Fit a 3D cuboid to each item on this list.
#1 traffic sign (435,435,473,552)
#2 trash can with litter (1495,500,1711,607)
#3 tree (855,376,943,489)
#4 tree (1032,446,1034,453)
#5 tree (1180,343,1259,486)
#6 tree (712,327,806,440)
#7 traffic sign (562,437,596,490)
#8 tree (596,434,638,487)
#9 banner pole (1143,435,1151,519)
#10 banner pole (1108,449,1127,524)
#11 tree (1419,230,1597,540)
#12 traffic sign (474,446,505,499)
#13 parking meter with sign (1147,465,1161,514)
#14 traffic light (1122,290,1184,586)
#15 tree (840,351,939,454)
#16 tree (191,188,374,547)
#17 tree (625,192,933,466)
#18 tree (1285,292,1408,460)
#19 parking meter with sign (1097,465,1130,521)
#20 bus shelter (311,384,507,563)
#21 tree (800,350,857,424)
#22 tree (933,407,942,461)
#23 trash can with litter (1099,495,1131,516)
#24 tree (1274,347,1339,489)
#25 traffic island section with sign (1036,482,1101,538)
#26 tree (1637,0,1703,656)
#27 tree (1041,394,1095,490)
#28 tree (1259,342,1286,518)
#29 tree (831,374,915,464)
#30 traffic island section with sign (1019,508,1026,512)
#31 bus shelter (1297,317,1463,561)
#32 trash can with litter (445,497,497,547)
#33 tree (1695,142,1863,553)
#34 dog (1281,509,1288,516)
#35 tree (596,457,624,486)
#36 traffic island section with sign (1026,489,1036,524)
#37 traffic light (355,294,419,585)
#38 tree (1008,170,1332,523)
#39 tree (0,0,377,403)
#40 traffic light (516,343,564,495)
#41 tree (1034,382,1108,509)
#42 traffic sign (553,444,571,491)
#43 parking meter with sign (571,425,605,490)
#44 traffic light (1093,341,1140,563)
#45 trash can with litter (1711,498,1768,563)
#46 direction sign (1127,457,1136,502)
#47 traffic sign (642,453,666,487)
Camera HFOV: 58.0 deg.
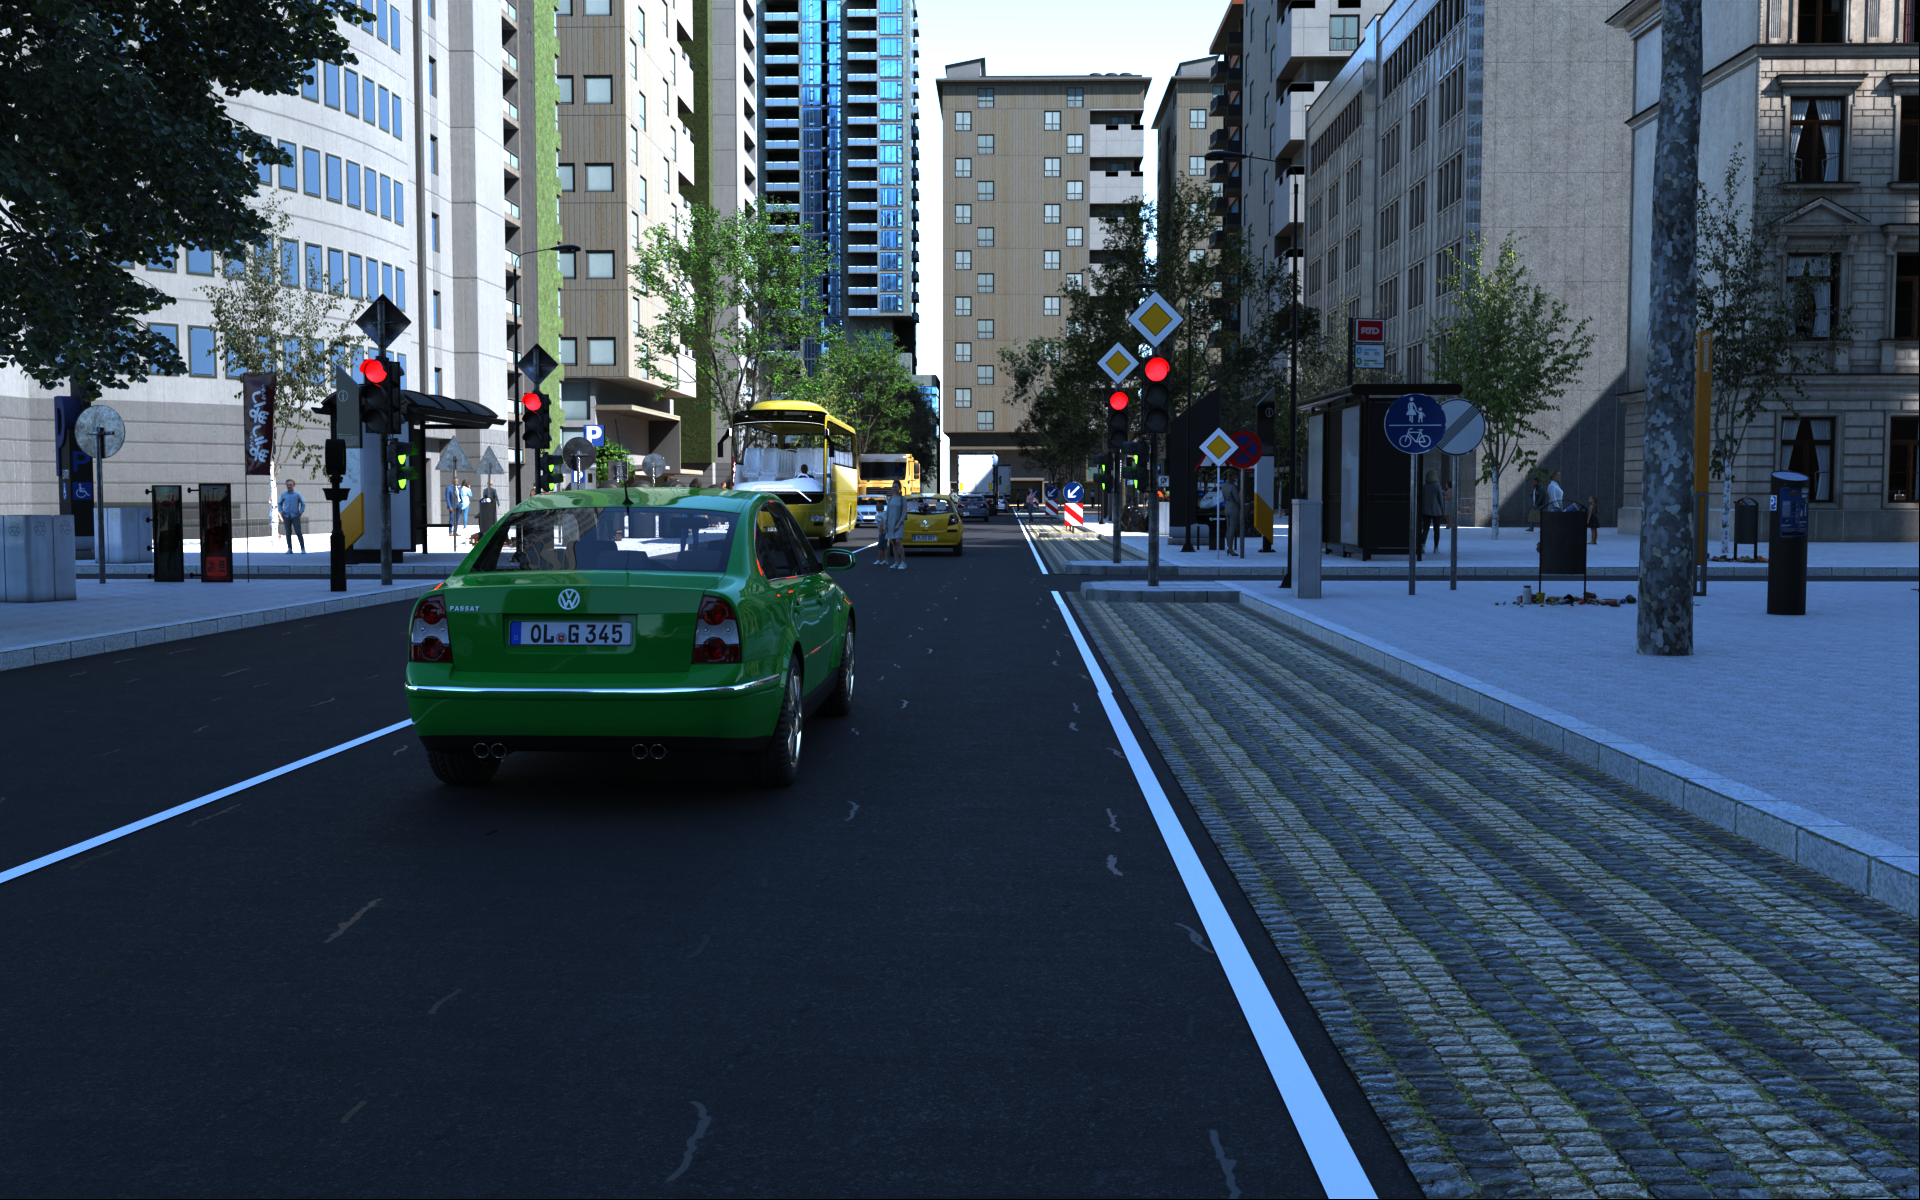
[{"bbox_3d":[-11.217,-2.349,38.408,0.884,2.594,0.081,0,4,8],"label":"traffic sign"},{"bbox_3d":[7.416,-0.554,20.113,2.233,1.210,1.678,1,4,20],"label":"trash can with litter"},{"bbox_3d":[-6.021,-14.911,160.798,9.611,12.733,9.660,0,3,0],"label":"tree"},{"bbox_3d":[8.206,-11.919,145.236,4.360,8.622,3.978,0,3,0],"label":"tree"},{"bbox_3d":[12.505,-8.087,82.593,4.360,8.622,3.978,0,3,0],"label":"tree"},{"bbox_3d":[-8.336,-7.558,73.943,4.360,8.622,3.978,0,3,0],"label":"tree"},{"bbox_3d":[-8.493,-2.354,38.600,0.768,2.556,0.104,0,4,8],"label":"traffic sign"},{"bbox_3d":[-19.161,-6.769,94.390,4.285,4.588,4.351,0,3,0],"label":"tree"},{"bbox_3d":[7.884,-5.084,73.137,0.401,3.779,0.863,-1,4,-22],"label":"banner pole"},{"bbox_3d":[6.862,-5.204,75.099,0.863,3.779,0.401,0,4,-4],"label":"banner pole"},{"bbox_3d":[15.140,-5.987,48.257,4.737,8.622,4.395,0,3,0],"label":"tree"},{"bbox_3d":[-12.682,-2.855,46.684,0.884,2.594,0.081,1,4,8],"label":"traffic sign"},{"bbox_3d":[11.532,-6.553,103.399,0.543,3.016,1.738,0,4,-6],"label":"parking meter with sign"},{"bbox_3d":[2.682,-2.150,24.066,0.839,4.253,0.868,0,4,2],"label":"traffic light"},{"bbox_3d":[-6.222,-14.237,143.150,12.009,13.543,11.850,0,3,0],"label":"tree"},{"bbox_3d":[-16.478,-5.592,41.787,4.360,8.622,3.978,0,3,0],"label":"tree"},{"bbox_3d":[-7.760,-8.265,60.895,9.928,11.665,9.643,0,3,0],"label":"tree"},{"bbox_3d":[14.275,-6.850,62.363,4.360,8.622,3.978,0,3,0],"label":"tree"},{"bbox_3d":[7.469,-5.303,82.961,1.738,3.016,0.543,0,4,-4],"label":"parking meter with sign"},{"bbox_3d":[-10.817,-2.485,34.553,2.014,3.302,5.546,0,4,2],"label":"bus shelter"},{"bbox_3d":[-7.357,-8.500,89.333,4.737,8.622,4.395,0,3,0],"label":"tree"},{"bbox_3d":[-6.215,-11.119,107.554,9.928,11.665,9.643,0,3,0],"label":"tree"},{"bbox_3d":[8.901,-5.575,102.210,1.678,1.210,2.233,-1,4,-19],"label":"trash can with litter"},{"bbox_3d":[17.501,-8.350,86.877,4.737,8.622,4.395,0,3,0],"label":"tree"},{"bbox_3d":[3.605,-2.964,57.090,1.989,1.847,2.006,0,4,2],"label":"traffic island section with sign"},{"bbox_3d":[6.844,-9.574,12.417,12.611,20.169,13.585,0,3,0],"label":"tree"},{"bbox_3d":[7.286,-10.102,115.530,4.737,8.622,4.395,0,3,0],"label":"tree"},{"bbox_3d":[14.536,-7.305,69.801,4.360,8.622,3.978,0,3,0],"label":"tree"},{"bbox_3d":[-6.701,-11.773,126.908,8.767,10.594,7.601,3,5,40],"label":"tree"},{"bbox_3d":[5.683,-7.708,134.648,1.989,1.847,2.006,0,4,2],"label":"traffic island section with sign"},{"bbox_3d":[8.585,-3.641,37.157,2.179,5.291,8.768,0,4,1],"label":"bus shelter"},{"bbox_3d":[-11.317,-1.899,42.107,2.233,1.210,1.678,3,4,36],"label":"trash can with litter"},{"bbox_3d":[16.813,-5.316,37.279,4.360,8.622,3.978,0,3,0],"label":"tree"},{"bbox_3d":[19.434,-5.186,102.524,0.550,0.427,0.748,-3,5,-44],"label":"dog"},{"bbox_3d":[-17.622,-5.701,87.811,1.663,3.219,1.824,0,3,0],"label":"tree"},{"bbox_3d":[4.331,-4.627,84.278,1.989,1.847,2.006,0,4,2],"label":"traffic island section with sign"},{"bbox_3d":[-8.076,-2.166,24.336,0.839,4.253,0.868,0,4,2],"label":"traffic light"},{"bbox_3d":[6.505,-7.018,49.149,8.767,10.594,7.601,2,4,23],"label":"tree"},{"bbox_3d":[-9.884,-6.676,15.803,9.857,13.997,8.962,0,3,0],"label":"tree"},{"bbox_3d":[-7.863,-2.654,32.318,0.839,4.253,0.868,0,4,2],"label":"traffic light"},{"bbox_3d":[6.888,-9.240,101.430,4.360,8.622,3.978,0,3,0],"label":"tree"},{"bbox_3d":[-10.484,-2.771,45.302,0.884,2.594,0.081,0,4,4],"label":"traffic sign"},{"bbox_3d":[-9.328,-2.846,42.795,0.543,3.016,1.738,1,4,10],"label":"parking meter with sign"},{"bbox_3d":[2.895,-2.638,32.048,0.839,4.253,0.868,0,4,2],"label":"traffic light"},{"bbox_3d":[14.800,-1.347,33.079,1.678,1.210,2.233,-1,4,-19],"label":"trash can with litter"},{"bbox_3d":[10.643,-6.973,106.003,0.876,3.537,0.379,-1,4,-11],"label":"direction sign"},{"bbox_3d":[-9.546,-3.294,53.964,0.768,2.556,0.104,1,4,10],"label":"traffic sign"}]
